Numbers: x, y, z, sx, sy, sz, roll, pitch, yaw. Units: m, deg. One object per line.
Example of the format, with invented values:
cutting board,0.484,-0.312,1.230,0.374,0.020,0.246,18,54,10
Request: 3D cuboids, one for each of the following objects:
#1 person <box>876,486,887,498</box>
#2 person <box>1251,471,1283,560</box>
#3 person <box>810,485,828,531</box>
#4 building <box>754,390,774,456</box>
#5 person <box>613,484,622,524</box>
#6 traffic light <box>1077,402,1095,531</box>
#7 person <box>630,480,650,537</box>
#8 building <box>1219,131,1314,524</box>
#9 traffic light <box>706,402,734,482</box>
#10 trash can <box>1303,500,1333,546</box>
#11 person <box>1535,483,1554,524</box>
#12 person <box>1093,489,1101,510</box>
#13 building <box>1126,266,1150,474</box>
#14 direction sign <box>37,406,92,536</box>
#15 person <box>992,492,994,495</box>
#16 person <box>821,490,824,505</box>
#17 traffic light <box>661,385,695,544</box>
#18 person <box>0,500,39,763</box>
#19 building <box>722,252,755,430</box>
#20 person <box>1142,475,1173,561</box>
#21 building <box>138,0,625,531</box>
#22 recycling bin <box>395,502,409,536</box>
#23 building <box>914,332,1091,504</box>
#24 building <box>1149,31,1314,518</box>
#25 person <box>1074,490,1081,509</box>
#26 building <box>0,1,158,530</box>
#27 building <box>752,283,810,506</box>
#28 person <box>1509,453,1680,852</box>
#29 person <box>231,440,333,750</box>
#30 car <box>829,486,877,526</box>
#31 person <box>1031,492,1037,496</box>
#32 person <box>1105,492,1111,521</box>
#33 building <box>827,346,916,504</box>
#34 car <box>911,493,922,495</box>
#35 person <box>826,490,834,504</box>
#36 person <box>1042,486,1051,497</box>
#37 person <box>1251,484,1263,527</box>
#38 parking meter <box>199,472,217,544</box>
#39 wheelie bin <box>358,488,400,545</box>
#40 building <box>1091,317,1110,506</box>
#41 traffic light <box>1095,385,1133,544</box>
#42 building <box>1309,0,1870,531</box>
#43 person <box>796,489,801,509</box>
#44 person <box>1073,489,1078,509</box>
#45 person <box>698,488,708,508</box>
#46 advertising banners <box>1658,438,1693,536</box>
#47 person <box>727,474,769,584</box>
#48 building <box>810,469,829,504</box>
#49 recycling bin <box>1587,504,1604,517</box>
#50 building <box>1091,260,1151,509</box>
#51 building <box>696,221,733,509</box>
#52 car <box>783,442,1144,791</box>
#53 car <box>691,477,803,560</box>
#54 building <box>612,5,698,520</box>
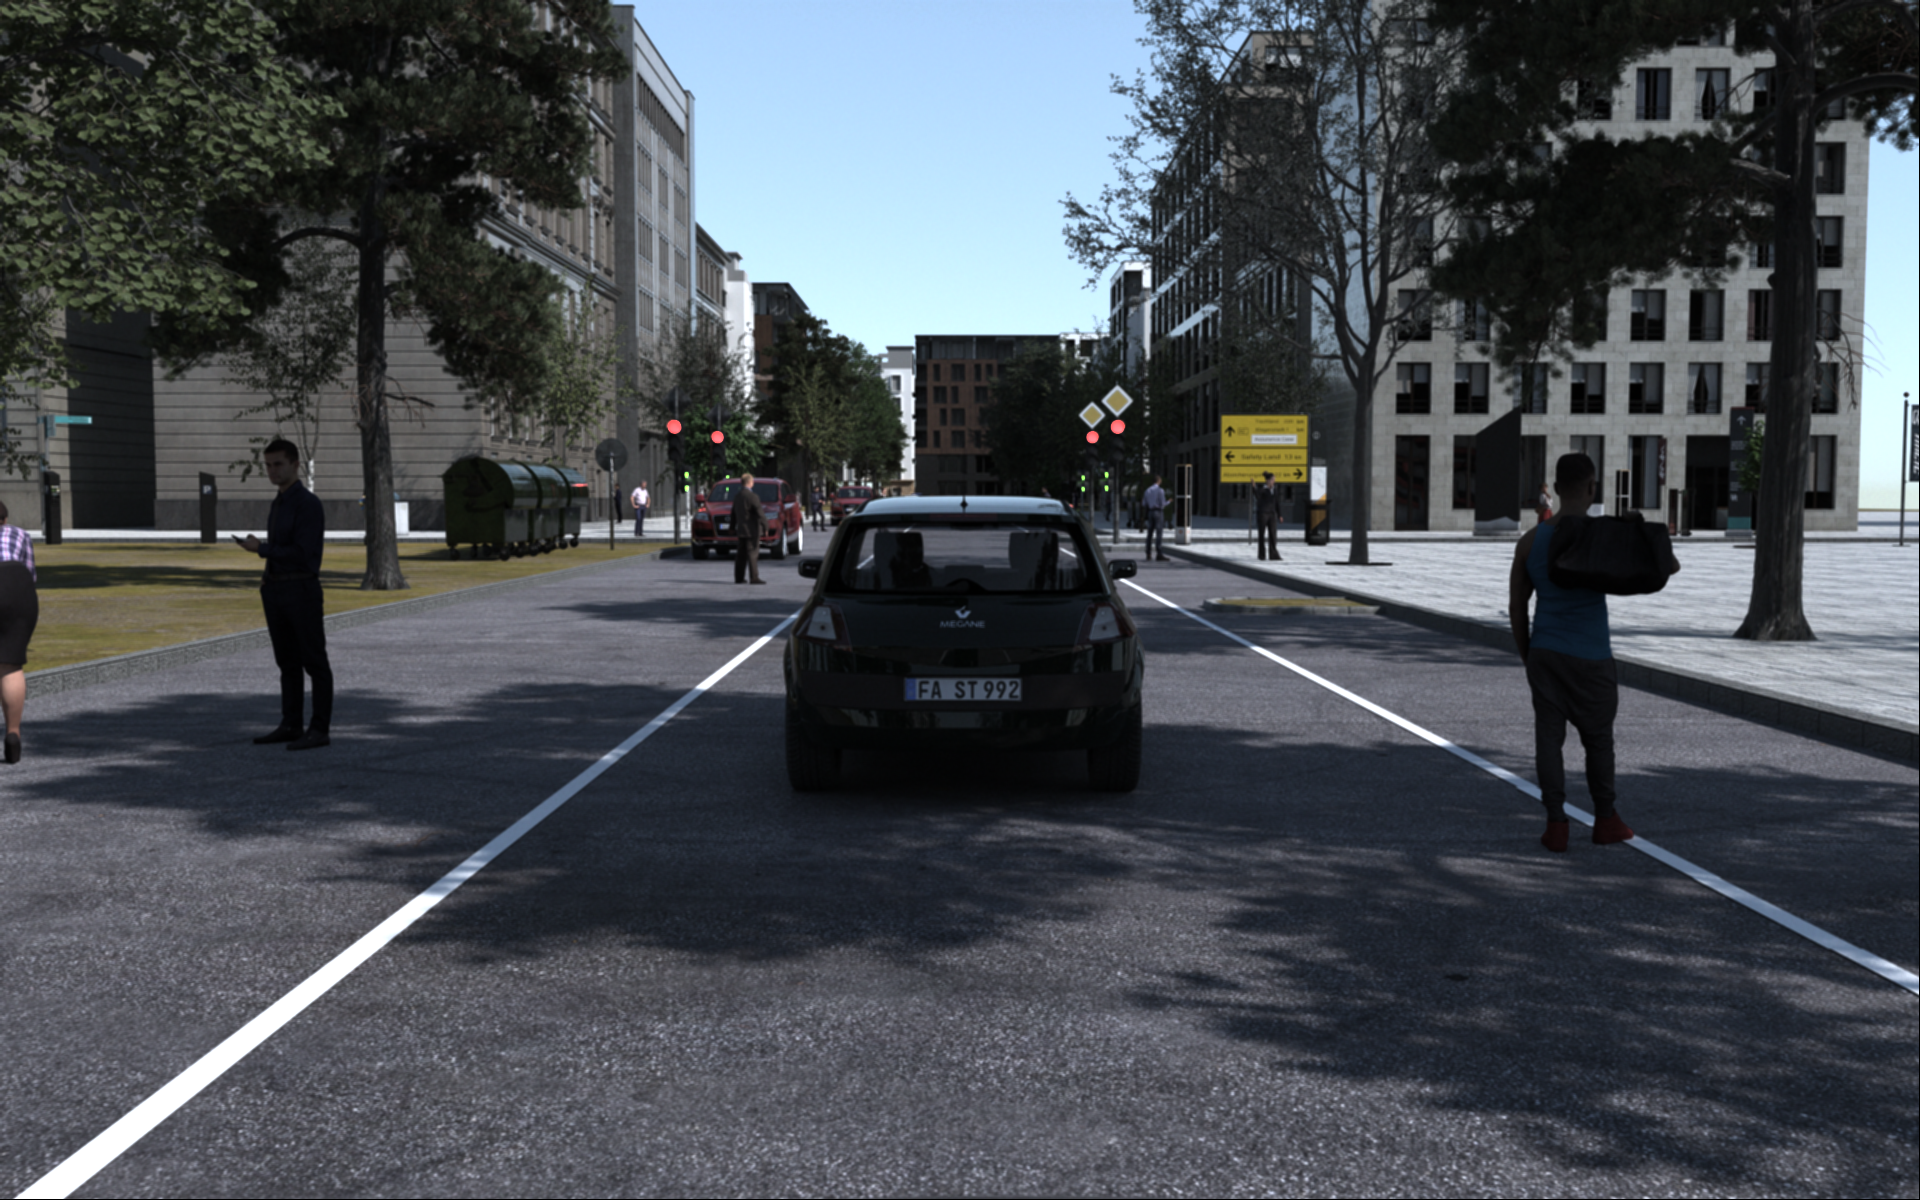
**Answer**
person,-2.889,-3.385,64.652,0.445,1.727,0.742,1,4,10
person,5.898,-1.620,33.326,0.445,1.727,0.742,3,4,36
person,-5.390,-3.518,66.460,0.683,1.767,0.568,-3,5,-41
building,-20.853,-12.905,153.147,9.099,9.664,28.070,0,4,0
person,-14.947,-4.198,75.390,0.504,1.737,0.576,-2,4,-24
traffic light,3.942,-3.845,52.105,0.839,4.213,0.868,0,4,0
person,-9.571,-2.761,52.130,0.756,1.711,0.436,-3,5,-45
building,19.134,-13.405,83.796,10.561,19.102,19.286,0,4,0
traffic light,-7.219,-3.841,52.050,0.839,4.213,0.868,0,4,0
trash can,8.903,-1.927,43.152,0.748,1.137,0.748,0,3,0
person,12.742,-1.789,37.753,0.387,1.526,0.523,2,4,28
person,10.915,-8.156,139.406,0.705,1.822,1.348,2,4,31
building,22.238,-17.711,146.001,16.016,20.091,11.380,0,4,0
direction sign,-27.198,-3.917,52.802,1.411,3.948,2.525,-3,4,-38
person,2.436,-6.949,124.332,0.499,1.552,0.429,2,4,28
person,-15.541,-11.578,196.278,0.436,1.711,0.756,1,4,20
traffic light,-7.191,-3.353,44.065,0.839,4.213,0.868,0,4,0
person,-5.160,0.152,9.253,0.421,1.427,0.697,-2,4,-31
building,-23.857,-16.924,133.129,16.016,20.091,11.380,0,4,0
person,4.297,-1.771,37.325,0.599,1.838,0.709,-3,5,-44
building,-22.236,-16.773,71.504,12.463,27.353,25.104,0,4,0
recycling bin,-17.482,-2.495,53.343,0.722,1.027,0.722,3,5,41
building,10.455,-23.786,232.883,32.646,21.610,27.936,0,4,0
building,23.620,-18.700,110.257,19.350,26.468,34.151,0,4,0
person,7.875,-6.580,116.003,0.546,1.535,0.453,-2,4,-28
building,-46.533,-14.334,67.637,30.059,22.955,16.112,0,4,0
building,-32.867,-20.632,181.315,32.646,21.610,27.936,0,4,0
person,2.542,0.208,6.962,0.647,1.594,0.662,2,4,25
person,-3.854,-0.039,9.837,0.576,1.737,0.504,2,4,34
car,-4.782,-4.305,79.063,2.281,1.827,5.304,0,4,-1
person,8.676,-11.800,198.990,1.348,1.822,0.705,2,4,24
person,7.062,-4.520,81.896,0.435,1.587,0.963,1,4,18
building,-11.538,-22.677,227.189,11.380,20.091,16.016,0,4,0
car,-4.427,-10.239,176.992,1.945,1.707,3.694,0,4,0
person,-9.122,-7.151,124.915,0.963,1.587,0.435,-2,4,-30
person,2.913,-3.016,58.735,0.530,1.710,0.541,2,4,34
person,11.612,-3.696,67.296,0.655,1.722,0.431,-1,4,-13
parking meter,-19.507,-2.401,44.973,0.399,1.863,0.255,-1,4,-17
wheelie bin,-14.492,-2.164,43.293,0.980,1.594,0.693,-2,4,-31
building,22.517,-20.404,190.019,16.016,20.091,11.380,0,4,0
traffic light,3.970,-3.356,44.120,0.839,4.213,0.868,0,4,0
building,22.546,-12.814,64.261,16.860,20.320,10.420,0,4,0
person,-13.472,-8.444,144.766,0.621,1.740,0.551,0,4,-5
person,9.794,-8.585,147.071,0.551,1.740,0.621,1,4,10
person,-12.206,-4.548,82.622,0.614,1.554,0.590,-2,4,-25
advertising banners,22.059,-3.505,53.501,0.090,3.025,2.074,0,4,-6
person,-3.372,-1.142,27.719,0.434,1.755,0.990,-3,5,-43
building,-32.971,-22.064,227.201,31.486,18.905,16.747,0,4,0
recycling bin,16.087,-1.952,44.469,0.722,1.027,0.722,1,4,12
building,28.229,-19.815,167.947,27.936,21.610,32.646,0,4,0
building,-22.103,-17.037,114.709,11.583,22.565,21.152,0,4,0
car,0.037,0.002,9.753,2.009,1.686,4.222,0,4,1
car,-4.790,-1.883,39.454,2.281,1.827,5.304,0,4,1
building,-21.798,-16.884,94.074,12.078,24.808,19.932,0,4,0
